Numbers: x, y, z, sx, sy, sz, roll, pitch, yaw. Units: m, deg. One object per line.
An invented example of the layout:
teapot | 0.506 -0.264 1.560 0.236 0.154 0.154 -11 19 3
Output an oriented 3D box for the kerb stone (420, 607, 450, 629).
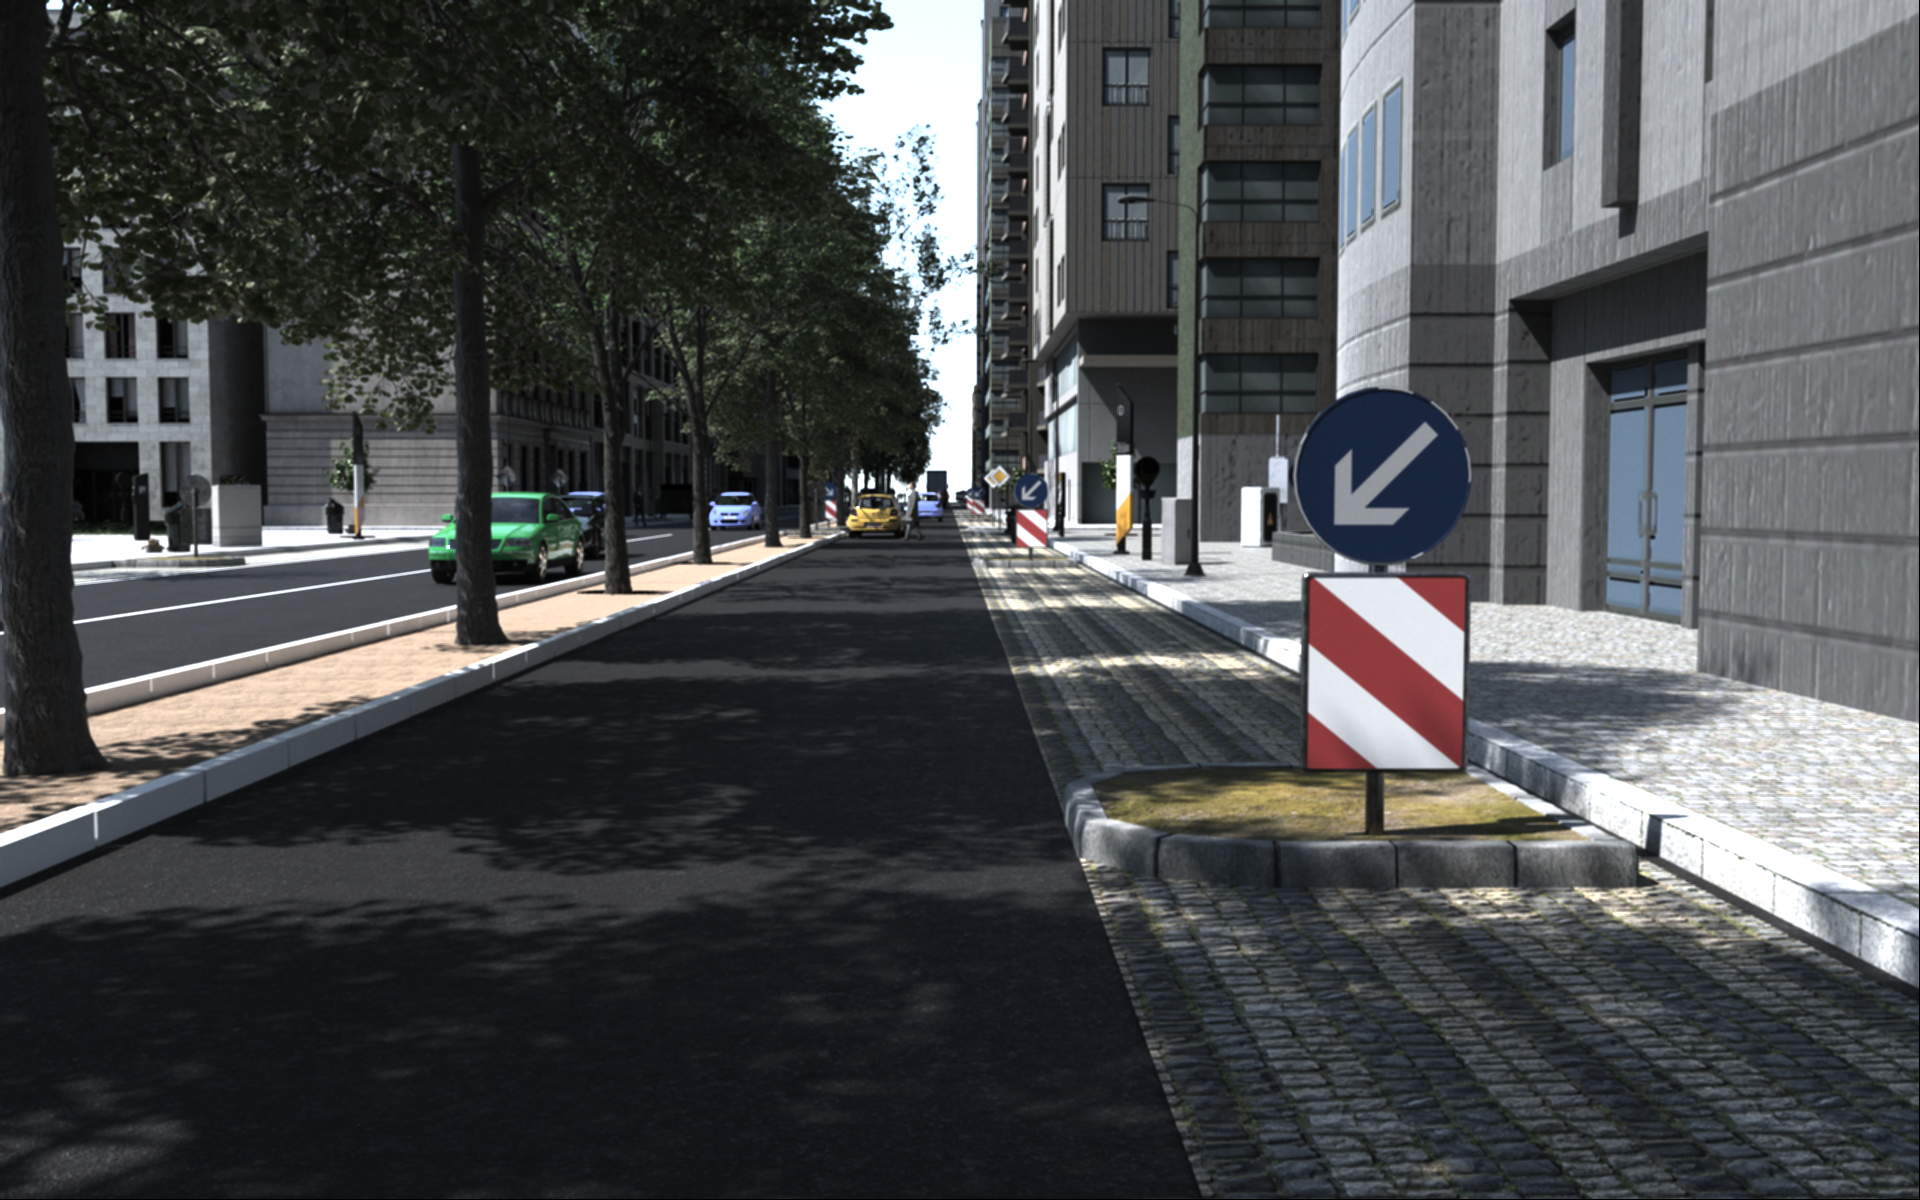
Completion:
kerb stone | -5.751 0.215 18.741 0.120 0.150 1.000 0 4 0

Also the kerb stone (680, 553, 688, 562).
kerb stone | -5.874 -0.855 36.175 0.120 0.150 1.000 0 4 0

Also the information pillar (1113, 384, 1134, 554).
information pillar | 3.494 -2.781 36.827 0.183 3.616 0.504 -2 4 -33

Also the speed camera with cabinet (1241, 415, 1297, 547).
speed camera with cabinet | 7.650 -2.947 42.519 0.660 3.252 2.038 3 4 38

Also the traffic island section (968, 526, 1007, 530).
traffic island section | 1.330 -2.786 67.835 2.009 0.180 2.903 0 4 0

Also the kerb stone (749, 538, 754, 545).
kerb stone | -5.967 -1.608 48.483 0.120 0.150 1.000 0 4 0

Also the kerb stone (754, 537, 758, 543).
kerb stone | -5.976 -1.671 49.510 0.120 0.150 1.000 0 4 0

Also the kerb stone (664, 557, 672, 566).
kerb stone | -5.868 -0.730 34.128 0.120 0.150 1.000 0 4 0

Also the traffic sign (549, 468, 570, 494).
traffic sign | -15.637 -3.915 67.652 0.795 2.450 0.064 0 4 0

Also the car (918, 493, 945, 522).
car | -1.738 -4.872 89.250 1.945 1.707 3.694 0 4 -1

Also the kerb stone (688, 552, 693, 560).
kerb stone | -5.882 -0.918 37.197 0.120 0.150 1.000 0 4 0

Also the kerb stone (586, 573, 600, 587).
kerb stone | -5.805 -0.291 26.955 0.120 0.150 1.000 0 4 0

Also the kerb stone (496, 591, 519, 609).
kerb stone | -5.773 0.022 21.839 0.120 0.150 1.000 0 4 0

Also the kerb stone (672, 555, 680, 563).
kerb stone | -5.865 -0.789 35.151 0.120 0.150 1.000 0 4 0

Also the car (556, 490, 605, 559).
car | -8.843 -1.797 39.175 2.009 1.686 4.222 0 4 -2

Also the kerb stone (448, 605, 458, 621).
kerb stone | -5.754 0.149 19.780 0.120 0.150 1.000 0 4 0

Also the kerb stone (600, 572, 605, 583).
kerb stone | -5.817 -0.354 27.983 0.120 0.150 1.000 0 4 0

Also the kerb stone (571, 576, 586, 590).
kerb stone | -5.805 -0.229 25.933 0.120 0.150 1.000 0 4 0

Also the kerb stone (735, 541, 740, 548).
kerb stone | -5.945 -1.417 45.407 0.120 0.150 1.000 0 4 0

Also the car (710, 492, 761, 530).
car | -9.010 -3.667 69.553 1.945 1.707 3.694 0 4 0

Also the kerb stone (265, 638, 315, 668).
kerb stone | -5.713 0.463 14.632 0.120 0.150 1.000 0 4 0

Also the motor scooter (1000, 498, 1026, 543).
motor scooter | 1.598 -2.329 50.854 0.815 1.314 1.986 0 4 0

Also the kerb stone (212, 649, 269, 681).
kerb stone | -5.707 0.525 13.610 0.120 0.150 1.000 0 4 0

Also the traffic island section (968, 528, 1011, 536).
traffic island section | 1.390 -2.298 59.850 2.009 0.180 2.903 0 4 0

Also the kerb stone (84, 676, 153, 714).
kerb stone | -5.693 0.651 11.558 0.120 0.150 1.000 0 4 0

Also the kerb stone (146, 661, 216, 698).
kerb stone | -5.699 0.588 12.582 0.120 0.150 1.000 0 4 0

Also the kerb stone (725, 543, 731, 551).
kerb stone | -5.928 -1.286 43.349 0.120 0.150 1.000 0 4 0

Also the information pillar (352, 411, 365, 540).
information pillar | -16.990 -3.521 48.926 0.183 3.616 0.504 0 4 5

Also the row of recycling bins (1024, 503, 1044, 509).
row of recycling bins | 5.578 -5.879 103.242 3.534 1.692 1.069 1 4 11

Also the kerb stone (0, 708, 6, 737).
kerb stone | -5.681 0.716 10.525 0.120 0.150 1.000 0 4 0

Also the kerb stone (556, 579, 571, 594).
kerb stone | -5.798 -0.166 24.911 0.120 0.150 1.000 0 4 0

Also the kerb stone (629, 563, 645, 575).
kerb stone | -5.841 -0.538 31.062 0.120 0.150 1.000 0 4 0

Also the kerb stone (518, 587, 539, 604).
kerb stone | -5.776 -0.041 22.865 0.120 0.150 1.000 0 4 0

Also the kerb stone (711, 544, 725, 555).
kerb stone | -5.929 -1.231 42.324 0.120 0.150 1.000 0 4 0

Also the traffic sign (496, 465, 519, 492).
traffic sign | -15.577 -3.427 59.667 0.795 2.450 0.064 0 4 0

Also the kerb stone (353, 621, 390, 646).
kerb stone | -5.736 0.340 16.677 0.120 0.150 1.000 0 4 0

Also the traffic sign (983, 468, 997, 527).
traffic sign | 1.307 -3.921 67.758 0.795 2.450 0.064 0 4 0

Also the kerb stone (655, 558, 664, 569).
kerb stone | -5.853 -0.667 33.106 0.120 0.150 1.000 0 4 0

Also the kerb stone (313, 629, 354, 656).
kerb stone | -5.729 0.402 15.654 0.120 0.150 1.000 0 4 0

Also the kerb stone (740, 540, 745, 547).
kerb stone | -5.953 -1.480 46.429 0.120 0.150 1.000 0 4 0

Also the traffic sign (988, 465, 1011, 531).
traffic sign | 1.367 -3.433 59.773 0.795 2.450 0.064 0 4 0

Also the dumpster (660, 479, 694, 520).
dumpster | -15.693 -5.588 96.315 1.985 2.255 1.502 0 3 0

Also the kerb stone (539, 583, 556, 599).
kerb stone | -5.783 -0.104 23.888 0.120 0.150 1.000 0 4 0

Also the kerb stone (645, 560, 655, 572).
kerb stone | -5.840 -0.605 32.084 0.120 0.150 1.000 0 4 0

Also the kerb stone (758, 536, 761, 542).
kerb stone | -5.988 -1.734 50.542 0.120 0.150 1.000 0 4 0

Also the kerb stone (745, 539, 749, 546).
kerb stone | -5.967 -1.545 47.456 0.120 0.150 1.000 0 4 0

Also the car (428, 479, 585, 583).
car | -7.596 -1.253 29.286 1.959 1.807 4.718 0 4 0

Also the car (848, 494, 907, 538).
car | -2.727 -2.890 57.480 2.015 1.641 3.980 0 4 1

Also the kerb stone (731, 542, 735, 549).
kerb stone | -5.941 -1.356 44.371 0.120 0.150 1.000 0 4 0

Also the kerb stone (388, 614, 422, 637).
kerb stone | -5.734 0.275 17.705 0.120 0.150 1.000 0 4 0
